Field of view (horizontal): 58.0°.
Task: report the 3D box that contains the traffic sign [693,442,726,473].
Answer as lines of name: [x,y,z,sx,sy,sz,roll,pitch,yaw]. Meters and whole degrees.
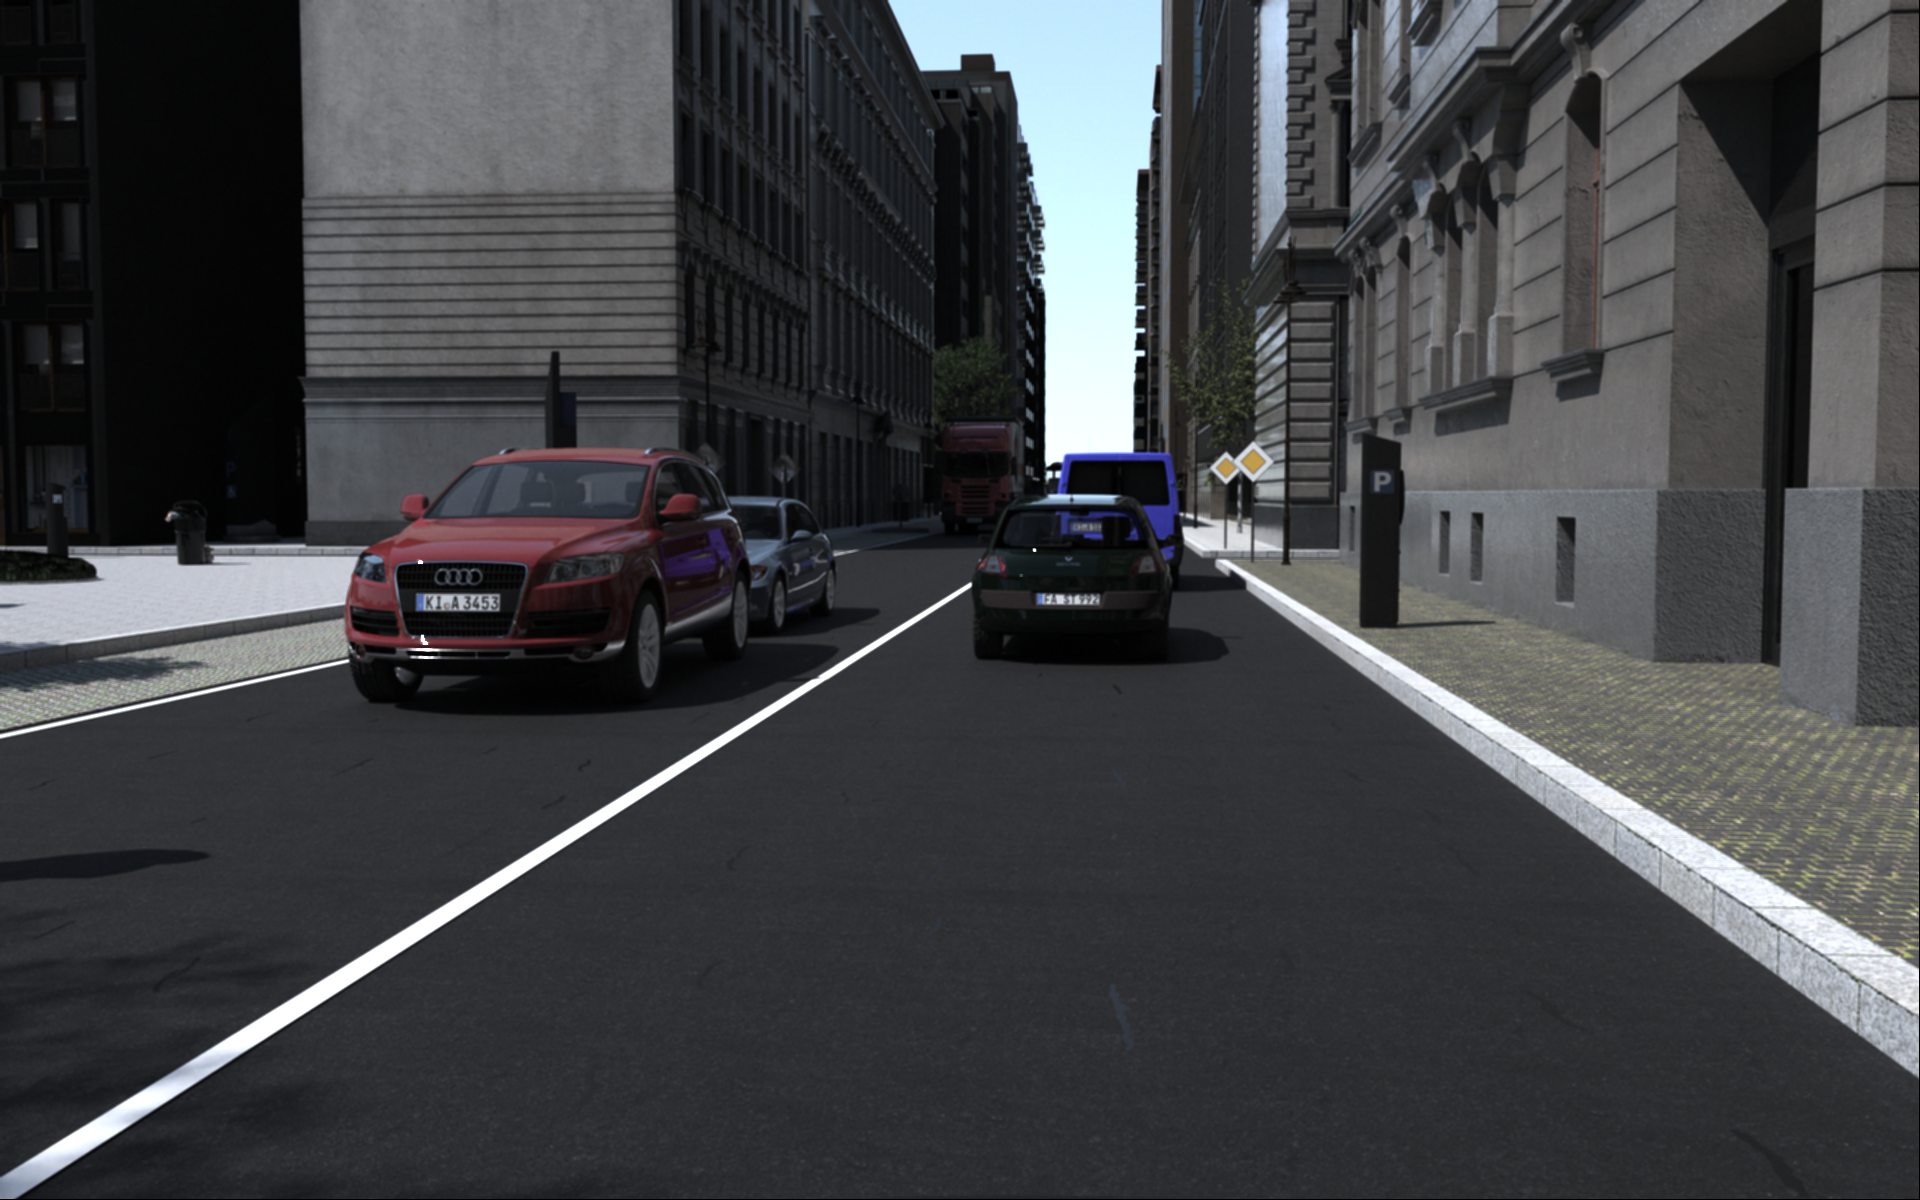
traffic sign: [-4.911,-1.822,33.428,0.795,2.450,0.064,0,4,5]

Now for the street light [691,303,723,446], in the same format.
street light: [-6.134,-4.242,42.152,0.468,5.910,1.993,0,4,5]

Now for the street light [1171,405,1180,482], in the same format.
street light: [11.197,-7.158,89.825,0.468,5.910,1.993,0,4,5]

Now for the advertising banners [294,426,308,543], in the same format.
advertising banners: [-17.257,-3.038,45.865,0.090,3.025,2.074,0,4,-3]

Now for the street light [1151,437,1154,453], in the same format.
street light: [15.695,-10.272,140.737,0.468,5.910,1.993,0,4,5]

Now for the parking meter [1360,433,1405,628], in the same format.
parking meter: [4.056,-0.668,16.632,0.399,1.863,0.255,1,4,11]

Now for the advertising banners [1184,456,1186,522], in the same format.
advertising banners: [10.473,-5.169,80.694,0.090,3.025,2.074,1,4,9]

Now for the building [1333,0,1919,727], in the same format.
building: [12.128,-14.178,19.201,14.401,28.519,23.554,0,4,5]

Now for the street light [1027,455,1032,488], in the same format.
street light: [8.083,-13.946,200.796,0.468,5.910,1.993,0,4,5]

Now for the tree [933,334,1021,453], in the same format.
tree: [0.296,-11.418,112.443,9.928,11.665,9.643,0,3,0]

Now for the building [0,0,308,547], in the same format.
building: [-27.927,-13.357,48.060,15.834,23.373,12.332,0,4,5]

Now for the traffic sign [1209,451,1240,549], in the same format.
traffic sign: [6.203,-2.250,40.431,0.795,2.450,0.064,0,4,5]

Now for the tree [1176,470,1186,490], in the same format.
tree: [14.417,-7.580,118.532,1.663,3.219,1.824,0,3,0]

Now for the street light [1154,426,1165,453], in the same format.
street light: [13.324,-8.689,114.853,0.468,5.910,1.993,0,4,5]

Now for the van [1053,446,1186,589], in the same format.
van: [2.546,-1.433,27.810,2.240,2.365,5.245,0,4,6]

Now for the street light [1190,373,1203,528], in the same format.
street light: [8.865,-5.641,65.018,0.468,5.910,1.993,0,4,5]

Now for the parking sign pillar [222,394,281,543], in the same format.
parking sign pillar: [-18.904,-3.526,46.117,1.447,3.967,1.447,2,4,25]

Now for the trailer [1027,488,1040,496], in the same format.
trailer: [6.646,-9.189,157.284,1.471,1.999,3.904,0,4,6]

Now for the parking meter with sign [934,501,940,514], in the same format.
parking meter with sign: [-2.123,-6.761,106.809,1.738,3.016,0.543,0,4,5]

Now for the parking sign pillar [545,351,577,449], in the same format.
parking sign pillar: [-7.728,-2.752,33.475,1.447,3.967,1.447,-1,4,-20]

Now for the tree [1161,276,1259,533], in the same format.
tree: [9.054,-6.534,57.186,4.737,8.622,4.395,0,3,0]

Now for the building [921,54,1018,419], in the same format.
building: [-1.281,-32.487,181.267,14.600,45.320,14.200,0,4,5]

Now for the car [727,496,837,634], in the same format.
car: [-2.523,-0.446,19.292,2.014,1.417,4.499,0,4,7]

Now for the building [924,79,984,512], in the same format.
building: [-5.792,-21.573,124.415,14.160,30.474,14.107,0,4,5]

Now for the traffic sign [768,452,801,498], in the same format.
traffic sign: [-4.197,-2.308,41.381,0.795,2.450,0.064,0,4,5]

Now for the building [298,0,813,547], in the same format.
building: [-10.562,-12.298,50.216,9.793,20.994,18.267,0,4,5]

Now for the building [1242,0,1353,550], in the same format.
building: [17.127,-13.109,43.213,19.941,23.489,11.050,0,4,5]

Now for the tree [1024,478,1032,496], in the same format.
tree: [7.370,-12.069,191.930,1.663,3.219,1.824,0,3,0]

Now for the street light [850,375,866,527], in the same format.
street light: [-3.962,-5.785,67.377,0.468,5.910,1.993,0,4,5]

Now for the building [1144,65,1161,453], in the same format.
building: [30.427,-31.836,175.136,22.147,44.769,28.867,0,4,5]

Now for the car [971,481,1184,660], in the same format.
car: [1.118,-0.404,16.398,2.009,1.686,4.222,0,4,6]

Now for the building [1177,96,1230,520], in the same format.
building: [21.025,-16.285,99.551,16.112,22.955,30.059,0,4,5]

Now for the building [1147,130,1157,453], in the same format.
building: [29.494,-34.011,206.198,14.600,45.320,14.200,0,4,5]

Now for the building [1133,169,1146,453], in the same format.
building: [34.151,-35.094,228.405,22.147,44.769,28.867,0,4,5]

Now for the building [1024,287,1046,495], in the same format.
building: [4.480,-28.538,238.293,14.160,30.474,14.107,0,4,5]

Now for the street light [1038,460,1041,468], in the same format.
street light: [10.310,-15.463,225.612,0.468,5.910,1.993,0,4,5]

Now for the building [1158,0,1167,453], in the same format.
building: [27.400,-36.912,145.512,21.231,58.520,28.212,0,4,5]

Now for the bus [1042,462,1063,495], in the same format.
bus: [8.186,-8.784,135.161,2.896,3.916,12.252,0,4,6]

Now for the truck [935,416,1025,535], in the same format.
truck: [0.912,-4.618,64.412,2.839,4.237,11.283,0,4,5]

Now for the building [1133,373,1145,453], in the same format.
building: [39.884,-25.291,258.553,27.650,21.520,28.899,0,4,5]

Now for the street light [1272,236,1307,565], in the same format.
street light: [5.923,-3.578,31.281,0.468,5.910,1.993,0,4,5]

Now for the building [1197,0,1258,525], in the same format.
building: [17.626,-17.071,72.612,14.314,27.812,24.014,0,4,5]

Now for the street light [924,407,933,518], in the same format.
street light: [-1.657,-7.309,92.285,0.468,5.910,1.993,0,4,5]

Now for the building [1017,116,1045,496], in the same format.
building: [-2.341,-36.450,215.566,23.786,49.044,30.456,0,4,5]

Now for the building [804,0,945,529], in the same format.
building: [-11.074,-18.645,81.256,17.030,29.872,44.131,0,4,5]

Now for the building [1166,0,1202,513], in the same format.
building: [21.963,-29.054,125.149,14.600,45.320,14.200,0,4,5]

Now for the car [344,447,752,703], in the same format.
car: [-3.009,-0.303,13.632,2.281,1.827,5.304,0,4,4]

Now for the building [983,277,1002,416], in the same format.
building: [-11.223,-18.459,146.837,27.650,21.520,28.899,0,4,5]

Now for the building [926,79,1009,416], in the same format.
building: [-2.726,-29.576,167.169,14.154,41.232,14.086,0,4,5]

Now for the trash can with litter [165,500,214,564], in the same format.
trash can with litter: [-14.043,-1.239,31.647,0.624,1.170,1.055,-1,4,-9]

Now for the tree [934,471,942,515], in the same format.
tree: [-1.595,-6.735,104.723,1.663,3.219,1.824,0,3,0]

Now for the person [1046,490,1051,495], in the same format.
person: [6.004,-6.658,118.075,1.217,1.735,0.721,-1,4,-9]

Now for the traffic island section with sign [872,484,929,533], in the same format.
traffic island section with sign: [-2.185,-3.403,64.260,1.989,1.847,2.006,0,4,5]

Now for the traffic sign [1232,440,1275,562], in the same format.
traffic sign: [5.490,-1.764,32.478,0.795,2.450,0.064,0,4,5]

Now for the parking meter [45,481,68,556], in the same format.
parking meter: [-18.110,-1.610,34.729,0.372,1.533,0.369,0,3,0]
